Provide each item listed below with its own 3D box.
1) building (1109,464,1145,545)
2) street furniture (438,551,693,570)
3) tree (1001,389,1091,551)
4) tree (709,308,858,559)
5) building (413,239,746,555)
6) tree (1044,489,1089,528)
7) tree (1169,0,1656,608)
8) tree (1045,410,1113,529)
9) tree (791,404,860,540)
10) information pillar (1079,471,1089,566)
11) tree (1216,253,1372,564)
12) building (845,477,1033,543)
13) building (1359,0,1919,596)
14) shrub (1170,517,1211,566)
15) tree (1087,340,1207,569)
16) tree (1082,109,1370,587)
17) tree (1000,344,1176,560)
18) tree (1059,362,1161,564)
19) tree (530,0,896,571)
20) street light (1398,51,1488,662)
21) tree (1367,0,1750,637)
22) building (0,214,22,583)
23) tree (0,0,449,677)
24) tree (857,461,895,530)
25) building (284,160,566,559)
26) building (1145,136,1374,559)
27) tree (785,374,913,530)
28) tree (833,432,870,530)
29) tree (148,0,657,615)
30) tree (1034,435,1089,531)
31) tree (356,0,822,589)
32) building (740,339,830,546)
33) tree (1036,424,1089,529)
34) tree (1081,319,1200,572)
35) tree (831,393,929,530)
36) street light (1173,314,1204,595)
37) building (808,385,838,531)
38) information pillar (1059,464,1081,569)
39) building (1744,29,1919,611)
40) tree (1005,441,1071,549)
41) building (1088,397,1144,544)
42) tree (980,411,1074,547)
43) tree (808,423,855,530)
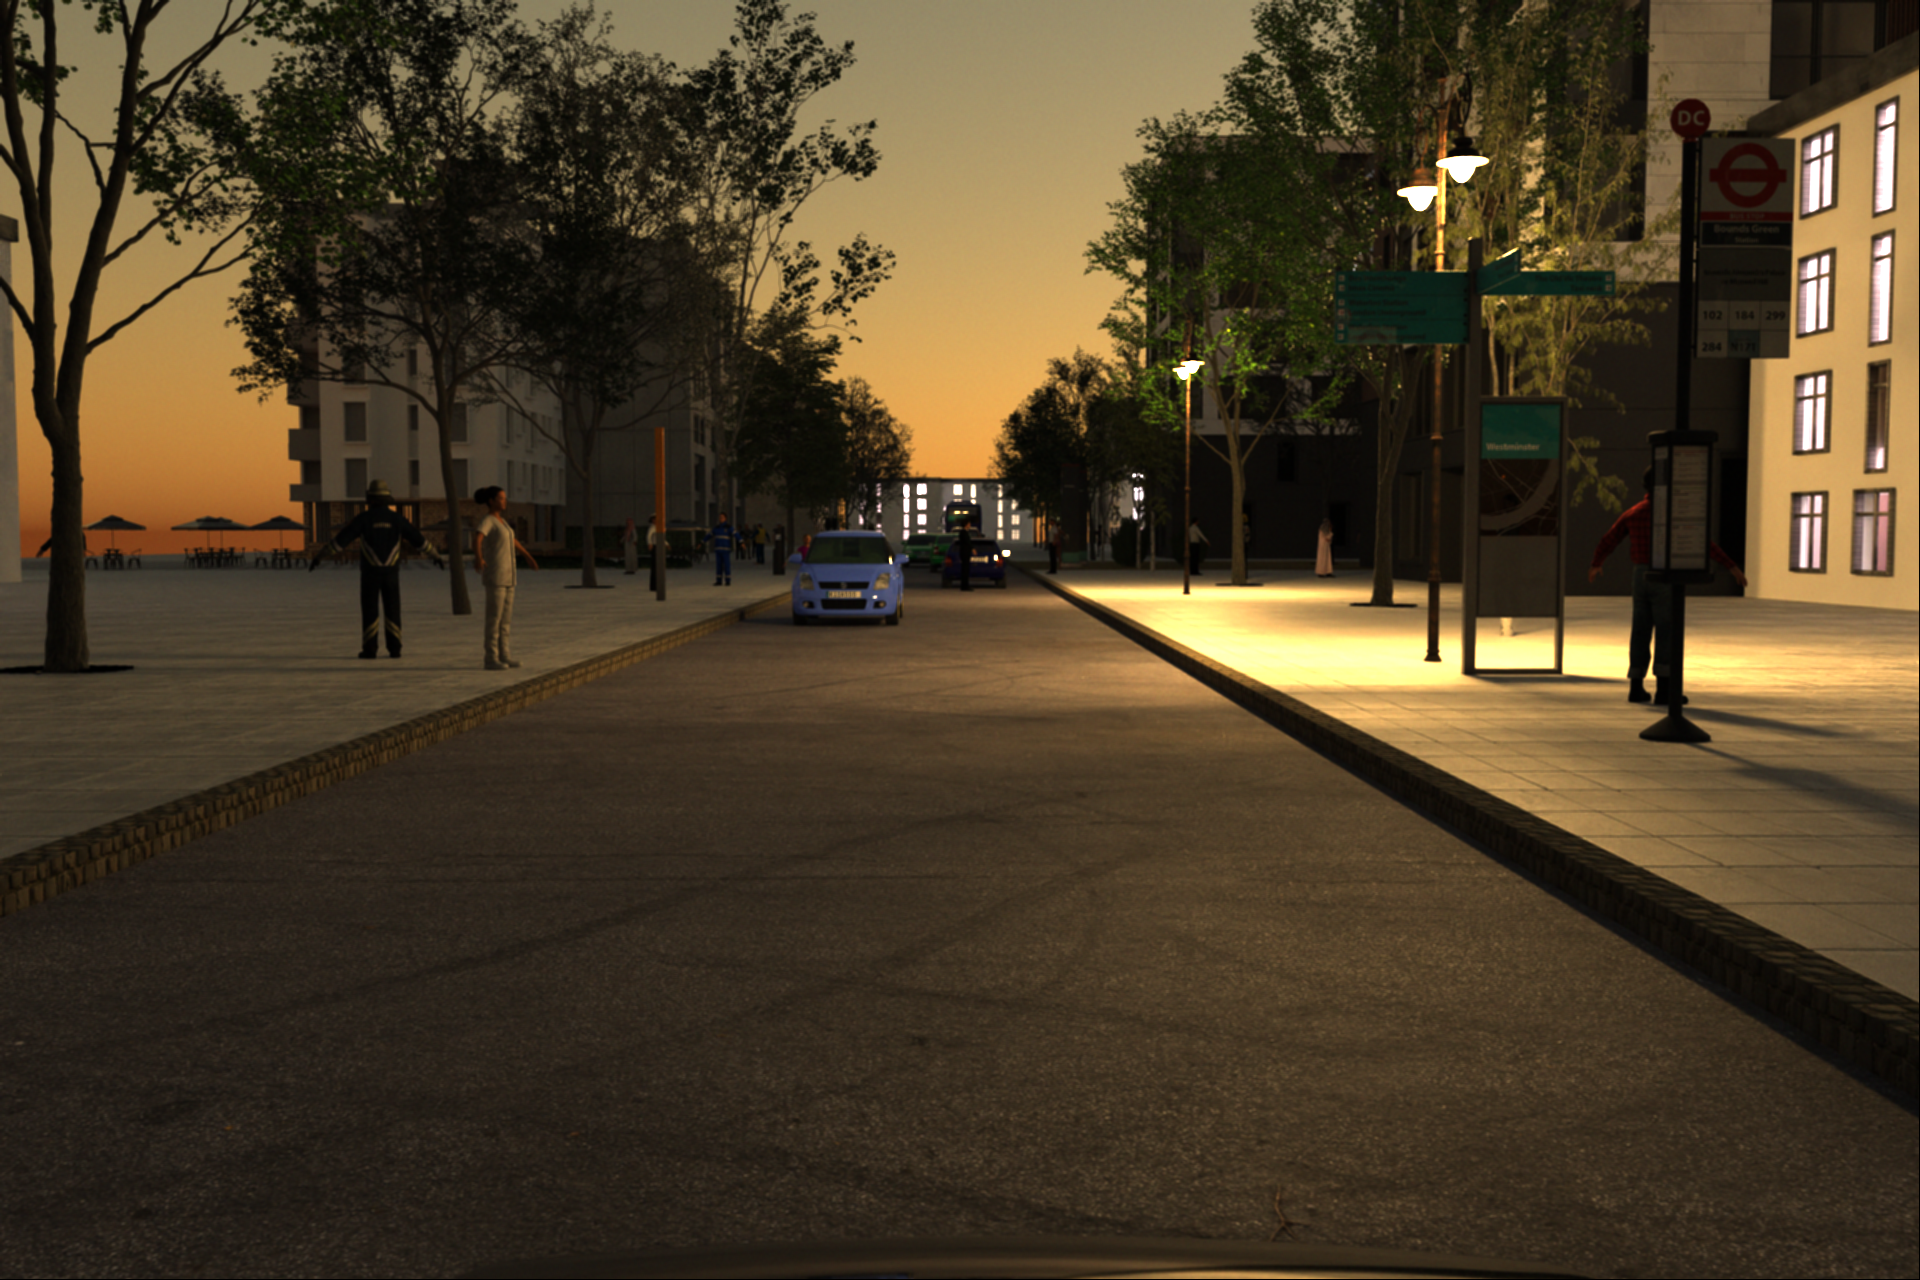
[{"bbox_3d":[22.355,-15.416,194.201,9.099,9.664,28.070,0,3,0],"label":"building"},{"bbox_3d":[-15.062,-3.010,64.847,10.072,0.657,5.734,3,4,39],"label":"street furniture"},{"bbox_3d":[6.819,-13.254,134.836,7.486,12.596,7.792,0,3,0],"label":"tree"},{"bbox_3d":[-8.832,-10.386,87.932,7.486,12.596,7.792,0,3,0],"label":"tree"},{"bbox_3d":[-24.892,-15.493,119.766,16.747,18.905,31.486,0,4,-1],"label":"building"},{"bbox_3d":[16.248,-20.736,257.164,7.486,12.596,7.792,0,3,0],"label":"tree"},{"bbox_3d":[7.673,-6.399,30.384,9.928,11.665,9.643,0,3,0],"label":"tree"},{"bbox_3d":[6.380,-9.132,99.675,4.360,8.622,3.978,0,3,0],"label":"tree"},{"bbox_3d":[-8.052,-9.004,97.572,4.737,8.622,4.395,0,3,0],"label":"tree"},{"bbox_3d":[4.890,-4.986,70.897,0.750,3.857,0.750,0,4,0],"label":"information pillar"},{"bbox_3d":[15.676,-9.988,73.670,12.009,13.543,11.850,0,3,0],"label":"tree"},{"bbox_3d":[-3.017,-19.091,256.746,28.070,9.664,9.099,0,4,-2],"label":"building"},{"bbox_3d":[26.249,-12.677,51.243,27.936,21.610,32.646,0,3,0],"label":"building"},{"bbox_3d":[9.188,-3.956,69.098,1.690,2.028,1.600,0,3,0],"label":"shrub"},{"bbox_3d":[6.882,-6.962,64.199,4.737,8.622,4.395,0,3,0],"label":"tree"},{"bbox_3d":[6.817,-7.152,42.692,9.928,11.665,9.643,0,3,0],"label":"tree"},{"bbox_3d":[6.454,-9.195,84.756,8.767,10.594,7.601,-1,4,-13],"label":"tree"},{"bbox_3d":[5.999,-7.634,75.178,4.360,8.622,3.978,0,3,0],"label":"tree"},{"bbox_3d":[-7.991,-12.340,57.654,12.611,20.169,13.585,0,3,0],"label":"tree"},{"bbox_3d":[4.764,-2.720,17.268,0.468,5.910,1.993,0,4,-1],"label":"street light"},{"bbox_3d":[6.762,-4.362,21.677,4.360,8.622,3.978,0,3,0],"label":"tree"},{"bbox_3d":[-25.901,-5.523,32.445,9.099,9.664,28.070,0,3,0],"label":"building"},{"bbox_3d":[-8.222,-5.501,15.691,9.928,11.665,9.643,0,3,0],"label":"tree"},{"bbox_3d":[-8.588,-13.206,166.272,4.737,8.622,4.395,0,3,0],"label":"tree"},{"bbox_3d":[-28.185,-14.221,88.940,16.016,20.090,11.380,0,3,0],"label":"building"},{"bbox_3d":[25.007,-15.991,105.435,27.936,21.610,32.646,0,4,0],"label":"building"},{"bbox_3d":[-8.537,-13.565,132.159,12.009,13.543,11.850,0,3,0],"label":"tree"},{"bbox_3d":[-8.765,-10.499,122.026,4.360,8.622,3.978,0,3,0],"label":"tree"},{"bbox_3d":[-8.280,-5.682,27.311,7.601,10.594,8.767,0,4,1],"label":"tree"},{"bbox_3d":[7.305,-10.618,123.969,4.737,8.622,4.395,0,3,0],"label":"tree"},{"bbox_3d":[-8.883,-7.970,40.675,12.009,13.543,11.850,0,3,0],"label":"tree"},{"bbox_3d":[-24.864,-22.319,195.847,19.493,23.208,18.063,0,4,0],"label":"building"},{"bbox_3d":[6.832,-10.057,114.790,4.737,8.622,4.395,0,3,0],"label":"tree"},{"bbox_3d":[6.349,-6.616,58.538,4.737,8.622,4.395,0,3,0],"label":"tree"},{"bbox_3d":[-8.336,-14.697,150.669,12.009,13.543,11.850,0,3,0],"label":"tree"},{"bbox_3d":[4.814,-3.904,36.617,0.468,5.910,1.993,0,4,0],"label":"street light"},{"bbox_3d":[-24.766,-21.707,221.359,16.747,18.905,31.486,0,4,-1],"label":"building"},{"bbox_3d":[4.086,-4.576,64.201,0.750,3.857,0.750,0,4,-1],"label":"information pillar"},{"bbox_3d":[20.501,-4.839,21.261,9.099,9.664,28.070,0,4,0],"label":"building"},{"bbox_3d":[7.444,-13.364,152.906,7.601,10.594,8.767,-2,4,-32],"label":"tree"},{"bbox_3d":[26.658,-22.323,231.436,16.747,18.905,31.486,0,4,0],"label":"building"},{"bbox_3d":[7.257,-15.677,166.681,12.009,13.543,11.850,0,3,0],"label":"tree"},{"bbox_3d":[-8.274,-9.607,107.438,4.737,8.622,4.395,0,3,0],"label":"tree"}]
